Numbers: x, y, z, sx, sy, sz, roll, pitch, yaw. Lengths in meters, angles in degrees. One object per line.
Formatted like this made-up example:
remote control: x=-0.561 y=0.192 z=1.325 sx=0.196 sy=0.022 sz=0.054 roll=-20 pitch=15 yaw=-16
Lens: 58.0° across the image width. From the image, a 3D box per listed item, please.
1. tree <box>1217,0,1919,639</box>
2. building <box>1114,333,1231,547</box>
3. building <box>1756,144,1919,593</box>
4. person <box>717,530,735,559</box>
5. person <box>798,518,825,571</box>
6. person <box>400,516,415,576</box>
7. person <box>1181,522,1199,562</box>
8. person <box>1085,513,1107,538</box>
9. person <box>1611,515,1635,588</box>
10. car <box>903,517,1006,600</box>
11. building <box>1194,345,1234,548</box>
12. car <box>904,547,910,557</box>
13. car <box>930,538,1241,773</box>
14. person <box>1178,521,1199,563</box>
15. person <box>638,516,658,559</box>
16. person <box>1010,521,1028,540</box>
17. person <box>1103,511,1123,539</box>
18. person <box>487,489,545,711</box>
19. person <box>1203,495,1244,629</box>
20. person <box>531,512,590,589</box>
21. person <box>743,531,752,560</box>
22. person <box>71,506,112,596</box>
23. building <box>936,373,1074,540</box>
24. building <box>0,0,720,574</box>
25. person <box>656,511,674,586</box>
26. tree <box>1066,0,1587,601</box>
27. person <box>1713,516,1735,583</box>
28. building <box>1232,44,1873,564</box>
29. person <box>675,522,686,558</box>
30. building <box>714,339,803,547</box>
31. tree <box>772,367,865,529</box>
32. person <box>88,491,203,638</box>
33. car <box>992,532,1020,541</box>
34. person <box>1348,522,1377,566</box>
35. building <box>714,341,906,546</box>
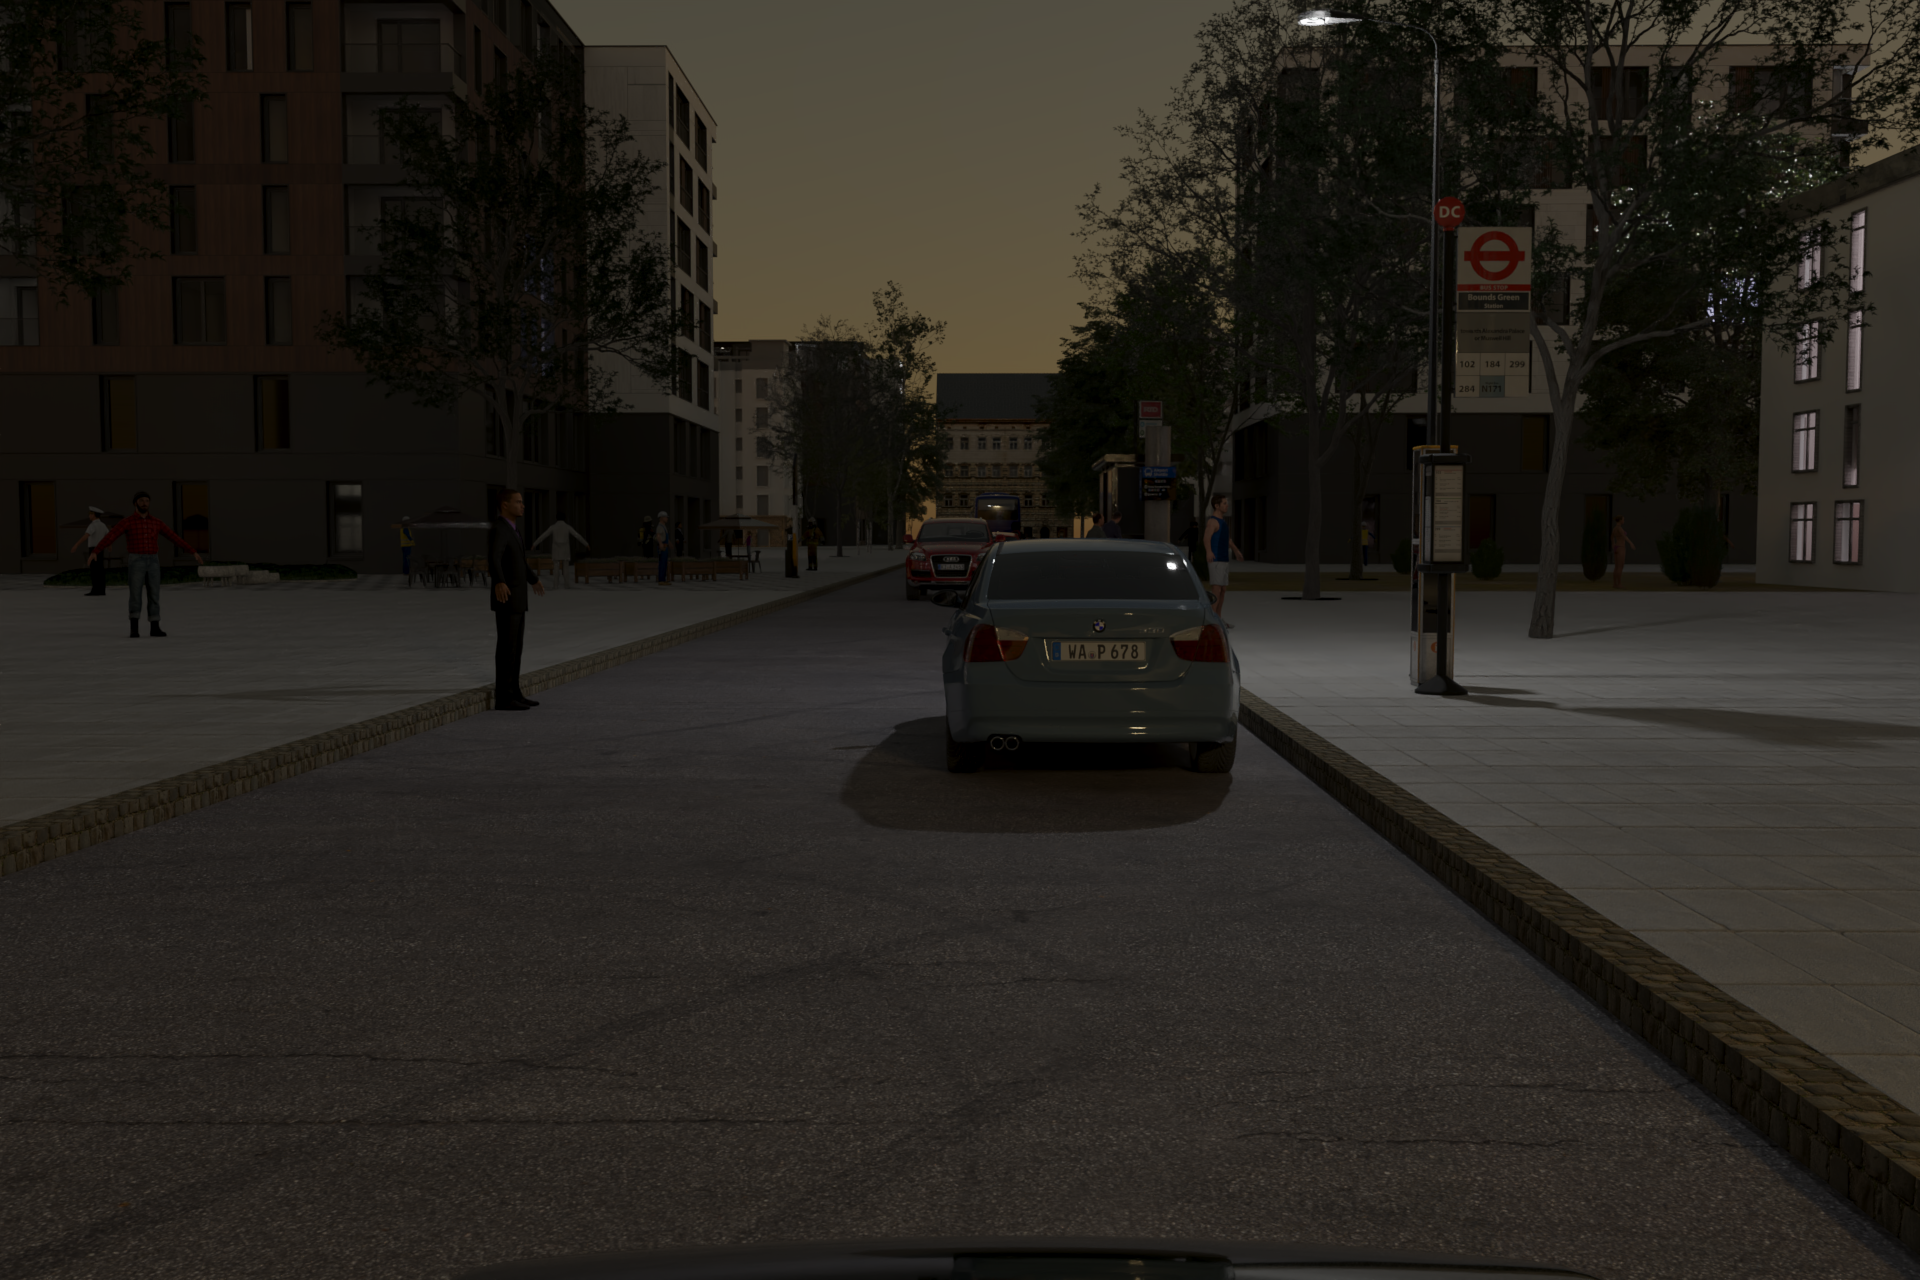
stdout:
tree: x=7.223 y=-5.277 z=20.686 sx=8.767 sy=10.594 sz=7.601 roll=-1 pitch=4 yaw=-14
building: x=30.076 y=-21.315 z=192.473 sx=27.936 sy=21.610 sz=32.646 roll=0 pitch=4 yaw=1
building: x=25.012 y=-5.446 z=31.191 sx=9.099 sy=9.664 sz=28.070 roll=0 pitch=4 yaw=1
person: x=-9.482 y=-3.952 z=70.750 sx=0.705 sy=1.813 sz=1.348 roll=1 pitch=4 yaw=22
person: x=-5.186 y=-3.356 z=60.636 sx=1.354 sy=1.858 sz=0.705 roll=3 pitch=5 yaw=39
person: x=-17.135 y=-2.921 z=53.733 sx=0.705 sy=1.833 sz=1.349 roll=-2 pitch=4 yaw=-28
person: x=9.960 y=-4.111 z=73.347 sx=1.346 sy=1.812 sz=0.704 roll=-2 pitch=4 yaw=-31
person: x=2.407 y=-1.301 z=30.006 sx=0.705 sy=1.796 sz=1.348 roll=-2 pitch=4 yaw=-28
person: x=15.693 y=-2.093 z=41.020 sx=0.721 sy=1.733 sz=1.217 roll=0 pitch=4 yaw=-1
car: x=-0.107 y=-1.858 z=39.056 sx=2.281 sy=1.827 sz=5.304 roll=0 pitch=4 yaw=2
building: x=28.051 y=-19.088 z=168.506 sx=16.016 sy=20.090 sz=11.380 roll=0 pitch=4 yaw=1
car: x=-0.848 y=-2.874 z=59.346 sx=2.083 sy=1.381 sz=4.827 roll=0 pitch=4 yaw=1
car: x=0.791 y=0.020 z=11.673 sx=2.014 sy=1.417 sz=4.499 roll=0 pitch=4 yaw=1
person: x=9.618 y=-3.999 z=71.566 sx=1.347 sy=1.806 sz=0.705 roll=2 pitch=4 yaw=27
person: x=-9.948 y=-3.032 z=55.348 sx=0.705 sy=1.856 sz=1.354 roll=-3 pitch=5 yaw=-44
person: x=1.769 y=-2.779 z=54.036 sx=1.345 sy=1.843 sz=0.704 roll=1 pitch=4 yaw=22
person: x=3.315 y=-1.872 z=37.098 sx=0.568 sy=1.767 sz=0.683 roll=-3 pitch=4 yaw=-37
person: x=-3.663 y=-0.337 z=14.196 sx=0.704 sy=1.802 sz=1.346 roll=0 pitch=4 yaw=-1
person: x=3.509 y=-1.049 z=23.325 sx=0.704 sy=1.807 sz=1.345 roll=2 pitch=4 yaw=27
person: x=-9.363 y=-2.107 z=40.636 sx=1.347 sy=1.806 sz=0.705 roll=-1 pitch=4 yaw=-15
person: x=-9.588 y=-4.214 z=78.160 sx=0.599 sy=1.433 sz=0.991 roll=-2 pitch=4 yaw=-25
person: x=-18.004 y=-1.851 z=36.049 sx=0.704 sy=1.855 sz=1.343 roll=0 pitch=4 yaw=5
building: x=5.914 y=-24.551 z=234.792 sx=18.063 sy=23.208 sz=19.493 roll=0 pitch=4 yaw=0
building: x=-26.208 y=-13.873 z=70.793 sx=27.936 sy=21.610 sz=32.646 roll=0 pitch=4 yaw=1
person: x=-7.385 y=-2.285 z=43.222 sx=0.705 sy=1.847 sz=1.347 roll=0 pitch=4 yaw=1
tree: x=6.992 y=-7.519 z=33.306 sx=12.009 sy=13.543 sz=11.850 roll=0 pitch=3 yaw=0
person: x=19.954 y=-2.426 z=45.791 sx=0.704 sy=1.817 sz=1.347 roll=-1 pitch=4 yaw=-13
building: x=27.700 y=-14.989 z=89.044 sx=27.936 sy=21.610 sz=32.646 roll=0 pitch=4 yaw=1
person: x=-10.540 y=-3.592 z=65.455 sx=0.721 sy=1.740 sz=1.216 roll=0 pitch=4 yaw=5
building: x=-21.871 y=-19.154 z=169.584 sx=16.016 sy=20.090 sz=11.380 roll=0 pitch=4 yaw=1
tree: x=-6.730 y=-7.725 z=76.666 sx=4.360 sy=8.622 sz=3.978 roll=0 pitch=3 yaw=0
person: x=-10.144 y=-0.944 z=21.542 sx=1.345 sy=1.816 sz=0.704 roll=-3 pitch=5 yaw=-42
car: x=1.012 y=-2.457 z=49.206 sx=2.155 sy=1.783 sz=4.494 roll=0 pitch=4 yaw=1
person: x=16.009 y=-3.817 z=68.873 sx=1.216 sy=1.772 sz=0.721 roll=0 pitch=4 yaw=-8
building: x=-21.084 y=-21.769 z=199.897 sx=27.936 sy=21.610 sz=32.646 roll=0 pitch=4 yaw=2
